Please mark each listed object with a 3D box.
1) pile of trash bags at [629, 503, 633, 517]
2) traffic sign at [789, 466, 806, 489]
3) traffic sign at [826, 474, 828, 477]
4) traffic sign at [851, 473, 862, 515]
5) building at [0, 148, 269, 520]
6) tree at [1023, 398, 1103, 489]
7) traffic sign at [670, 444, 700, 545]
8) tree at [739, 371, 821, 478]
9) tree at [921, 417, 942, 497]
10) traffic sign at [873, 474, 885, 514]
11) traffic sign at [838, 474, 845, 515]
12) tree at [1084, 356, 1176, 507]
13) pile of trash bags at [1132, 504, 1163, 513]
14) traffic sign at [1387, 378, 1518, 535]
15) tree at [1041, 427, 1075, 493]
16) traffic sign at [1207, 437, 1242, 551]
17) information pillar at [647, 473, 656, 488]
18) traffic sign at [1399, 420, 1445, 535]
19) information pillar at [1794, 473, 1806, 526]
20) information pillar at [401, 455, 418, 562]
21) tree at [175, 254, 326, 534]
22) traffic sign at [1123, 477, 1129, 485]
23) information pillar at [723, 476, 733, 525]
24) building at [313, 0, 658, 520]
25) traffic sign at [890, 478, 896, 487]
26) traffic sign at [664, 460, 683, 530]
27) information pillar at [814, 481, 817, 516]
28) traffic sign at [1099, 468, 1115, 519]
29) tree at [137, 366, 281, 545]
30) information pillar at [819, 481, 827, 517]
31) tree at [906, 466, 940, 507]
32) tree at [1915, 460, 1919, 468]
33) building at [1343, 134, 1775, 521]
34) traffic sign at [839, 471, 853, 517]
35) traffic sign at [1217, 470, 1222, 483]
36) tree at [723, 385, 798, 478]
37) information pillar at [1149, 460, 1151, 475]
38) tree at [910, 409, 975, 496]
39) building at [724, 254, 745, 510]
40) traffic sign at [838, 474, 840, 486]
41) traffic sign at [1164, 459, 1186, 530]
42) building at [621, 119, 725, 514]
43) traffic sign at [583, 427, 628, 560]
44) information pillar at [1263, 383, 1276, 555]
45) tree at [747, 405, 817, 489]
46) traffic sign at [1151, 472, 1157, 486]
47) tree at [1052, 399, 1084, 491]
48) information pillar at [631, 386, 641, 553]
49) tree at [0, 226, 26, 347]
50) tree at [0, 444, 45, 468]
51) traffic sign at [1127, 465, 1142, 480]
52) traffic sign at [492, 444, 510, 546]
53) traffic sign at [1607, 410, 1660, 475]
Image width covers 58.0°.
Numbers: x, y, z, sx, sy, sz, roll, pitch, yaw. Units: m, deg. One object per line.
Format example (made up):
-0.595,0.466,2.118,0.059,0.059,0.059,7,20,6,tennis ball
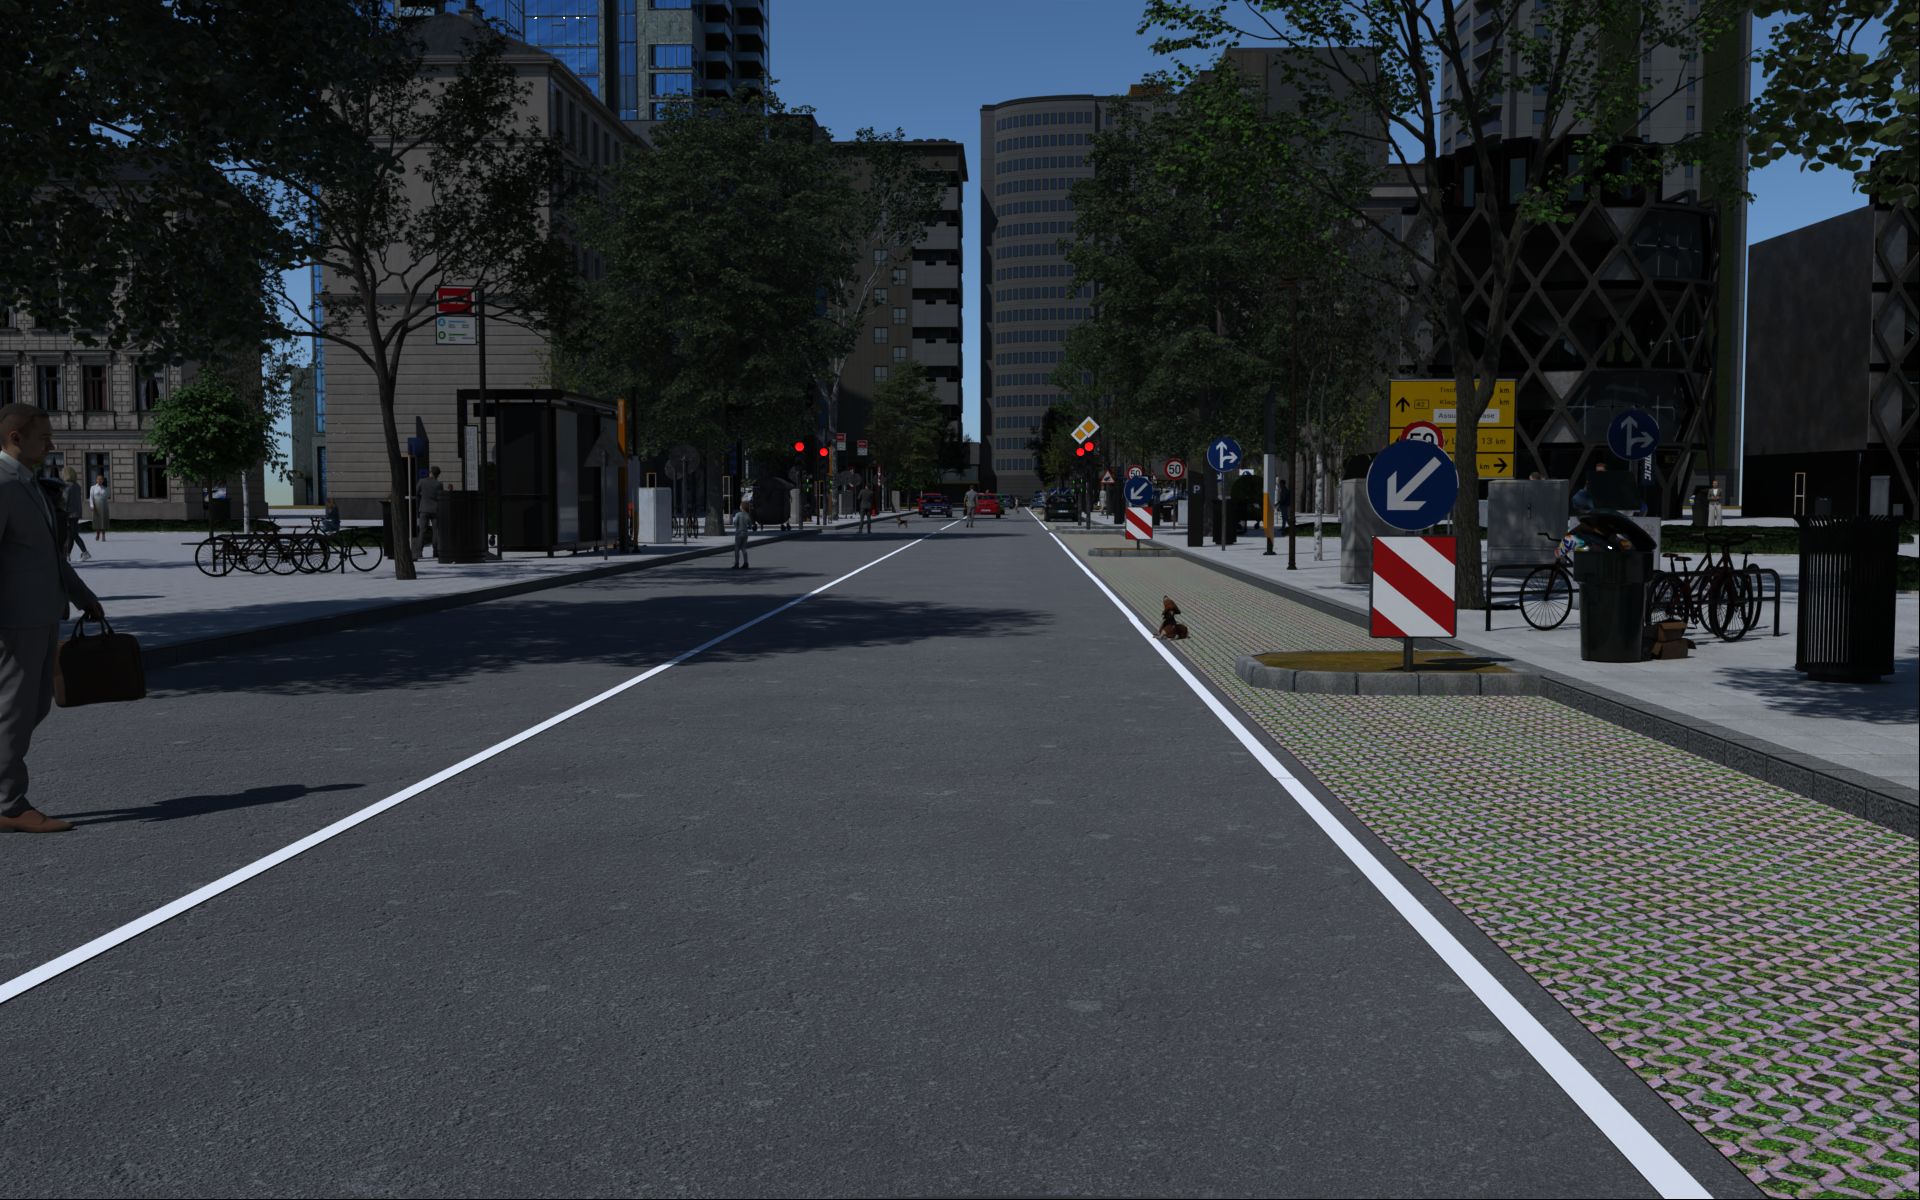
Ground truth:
-12.623,-3.088,60.235,3.447,1.369,1.912,-2,4,-33,pile of trash bags
-7.223,-4.702,76.977,0.768,2.556,0.104,0,4,6,traffic sign
-7.064,-5.797,94.890,0.768,2.556,0.104,1,4,8,traffic sign
-6.385,-6.458,105.689,0.768,2.556,0.104,0,4,2,traffic sign
-47.114,-13.780,89.935,19.286,19.102,10.561,0,4,2,building
12.325,-17.727,206.843,9.611,12.733,9.660,0,3,0,tree
-6.972,-2.677,43.873,0.768,2.556,0.104,0,4,4,traffic sign
-12.518,-11.005,114.339,7.601,10.594,8.767,1,4,11,tree
-3.749,-12.733,158.539,4.360,8.622,3.978,0,3,0,tree
-5.128,-6.680,109.326,0.768,2.556,0.104,0,4,5,traffic sign
-7.063,-6.400,104.743,0.768,2.556,0.104,0,4,3,traffic sign
8.268,-8.156,83.720,4.360,8.622,3.978,0,3,0,tree
9.845,-4.983,91.227,1.912,1.369,3.447,0,4,-3,pile of trash bags
8.651,-2.242,30.535,2.265,3.308,0.079,0,4,2,traffic sign
10.554,-14.443,186.506,4.737,8.622,4.395,0,3,0,tree
5.954,-2.383,39.063,0.768,2.556,0.104,0,4,6,traffic sign
-10.682,-3.395,59.999,0.304,2.012,0.304,-1,4,-16,information pillar
7.974,-1.827,29.980,0.768,2.556,0.104,0,4,8,traffic sign
28.886,-3.368,59.567,0.304,2.012,0.304,2,4,32,information pillar
-10.486,-1.732,32.805,0.304,2.012,0.304,0,4,5,information pillar
-21.222,-6.183,51.457,4.360,8.622,3.978,0,3,0,tree
12.384,-7.772,127.180,0.768,2.556,0.104,1,4,9,traffic sign
-9.548,-4.085,71.284,0.304,2.012,0.304,1,4,19,information pillar
-25.348,-18.340,97.123,12.463,27.353,25.104,0,4,2,building
-5.269,-8.487,138.763,0.884,2.594,0.081,1,4,11,traffic sign
-10.080,-3.739,61.243,0.768,2.556,0.104,0,4,7,traffic sign
-8.317,-5.913,101.162,0.304,2.012,0.304,-1,4,-22,information pillar
7.491,-5.375,87.890,0.884,2.594,0.081,1,4,11,traffic sign
-19.250,-3.700,44.207,4.285,4.588,4.351,0,3,0,tree
-7.561,-5.578,95.686,0.304,2.012,0.304,2,4,28,information pillar
-3.733,-11.665,174.432,4.285,4.588,4.351,0,3,0,tree
22.311,-2.672,38.296,1.663,3.219,1.824,0,3,0,tree
30.127,-13.652,90.654,16.811,18.784,16.820,0,4,2,building
-6.162,-5.721,93.647,0.768,2.556,0.104,0,4,4,traffic sign
11.798,-4.861,79.580,0.768,2.556,0.104,0,4,6,traffic sign
-11.705,-9.503,105.736,4.737,8.622,4.395,0,3,0,tree
13.146,-7.871,120.046,0.183,3.616,0.504,1,4,15,information pillar
-2.497,-15.557,188.763,7.601,10.594,8.767,2,4,26,tree
-24.479,-18.838,137.676,12.332,23.373,15.834,0,4,2,building
-7.583,-6.530,106.865,0.768,2.556,0.104,1,4,12,traffic sign
7.698,-3.795,62.150,0.768,2.556,0.104,0,4,4,traffic sign
-23.937,-18.455,119.758,12.078,24.808,19.932,0,4,2,building
-6.875,-2.052,33.557,0.884,2.594,0.081,0,4,4,traffic sign
6.477,-2.746,36.250,0.183,3.616,0.504,2,4,28,information pillar
-14.191,-11.276,134.721,4.360,8.622,3.978,0,3,0,tree
10.737,-5.913,96.675,0.884,2.594,0.081,0,4,4,traffic sign
8.746,-10.212,117.330,4.360,8.622,3.978,0,3,0,tree
-7.067,-2.836,37.727,0.183,3.616,0.504,0,4,-6,information pillar
-17.280,-4.728,27.664,4.737,8.622,4.395,0,3,0,tree
-29.957,-3.706,55.189,1.663,3.219,1.824,0,3,0,tree
7.748,-4.678,76.595,0.768,2.556,0.104,0,4,7,traffic sign
-10.342,-2.415,39.592,0.768,2.556,0.104,0,4,8,traffic sign
10.208,-1.604,26.336,0.768,2.556,0.104,0,4,7,traffic sign
